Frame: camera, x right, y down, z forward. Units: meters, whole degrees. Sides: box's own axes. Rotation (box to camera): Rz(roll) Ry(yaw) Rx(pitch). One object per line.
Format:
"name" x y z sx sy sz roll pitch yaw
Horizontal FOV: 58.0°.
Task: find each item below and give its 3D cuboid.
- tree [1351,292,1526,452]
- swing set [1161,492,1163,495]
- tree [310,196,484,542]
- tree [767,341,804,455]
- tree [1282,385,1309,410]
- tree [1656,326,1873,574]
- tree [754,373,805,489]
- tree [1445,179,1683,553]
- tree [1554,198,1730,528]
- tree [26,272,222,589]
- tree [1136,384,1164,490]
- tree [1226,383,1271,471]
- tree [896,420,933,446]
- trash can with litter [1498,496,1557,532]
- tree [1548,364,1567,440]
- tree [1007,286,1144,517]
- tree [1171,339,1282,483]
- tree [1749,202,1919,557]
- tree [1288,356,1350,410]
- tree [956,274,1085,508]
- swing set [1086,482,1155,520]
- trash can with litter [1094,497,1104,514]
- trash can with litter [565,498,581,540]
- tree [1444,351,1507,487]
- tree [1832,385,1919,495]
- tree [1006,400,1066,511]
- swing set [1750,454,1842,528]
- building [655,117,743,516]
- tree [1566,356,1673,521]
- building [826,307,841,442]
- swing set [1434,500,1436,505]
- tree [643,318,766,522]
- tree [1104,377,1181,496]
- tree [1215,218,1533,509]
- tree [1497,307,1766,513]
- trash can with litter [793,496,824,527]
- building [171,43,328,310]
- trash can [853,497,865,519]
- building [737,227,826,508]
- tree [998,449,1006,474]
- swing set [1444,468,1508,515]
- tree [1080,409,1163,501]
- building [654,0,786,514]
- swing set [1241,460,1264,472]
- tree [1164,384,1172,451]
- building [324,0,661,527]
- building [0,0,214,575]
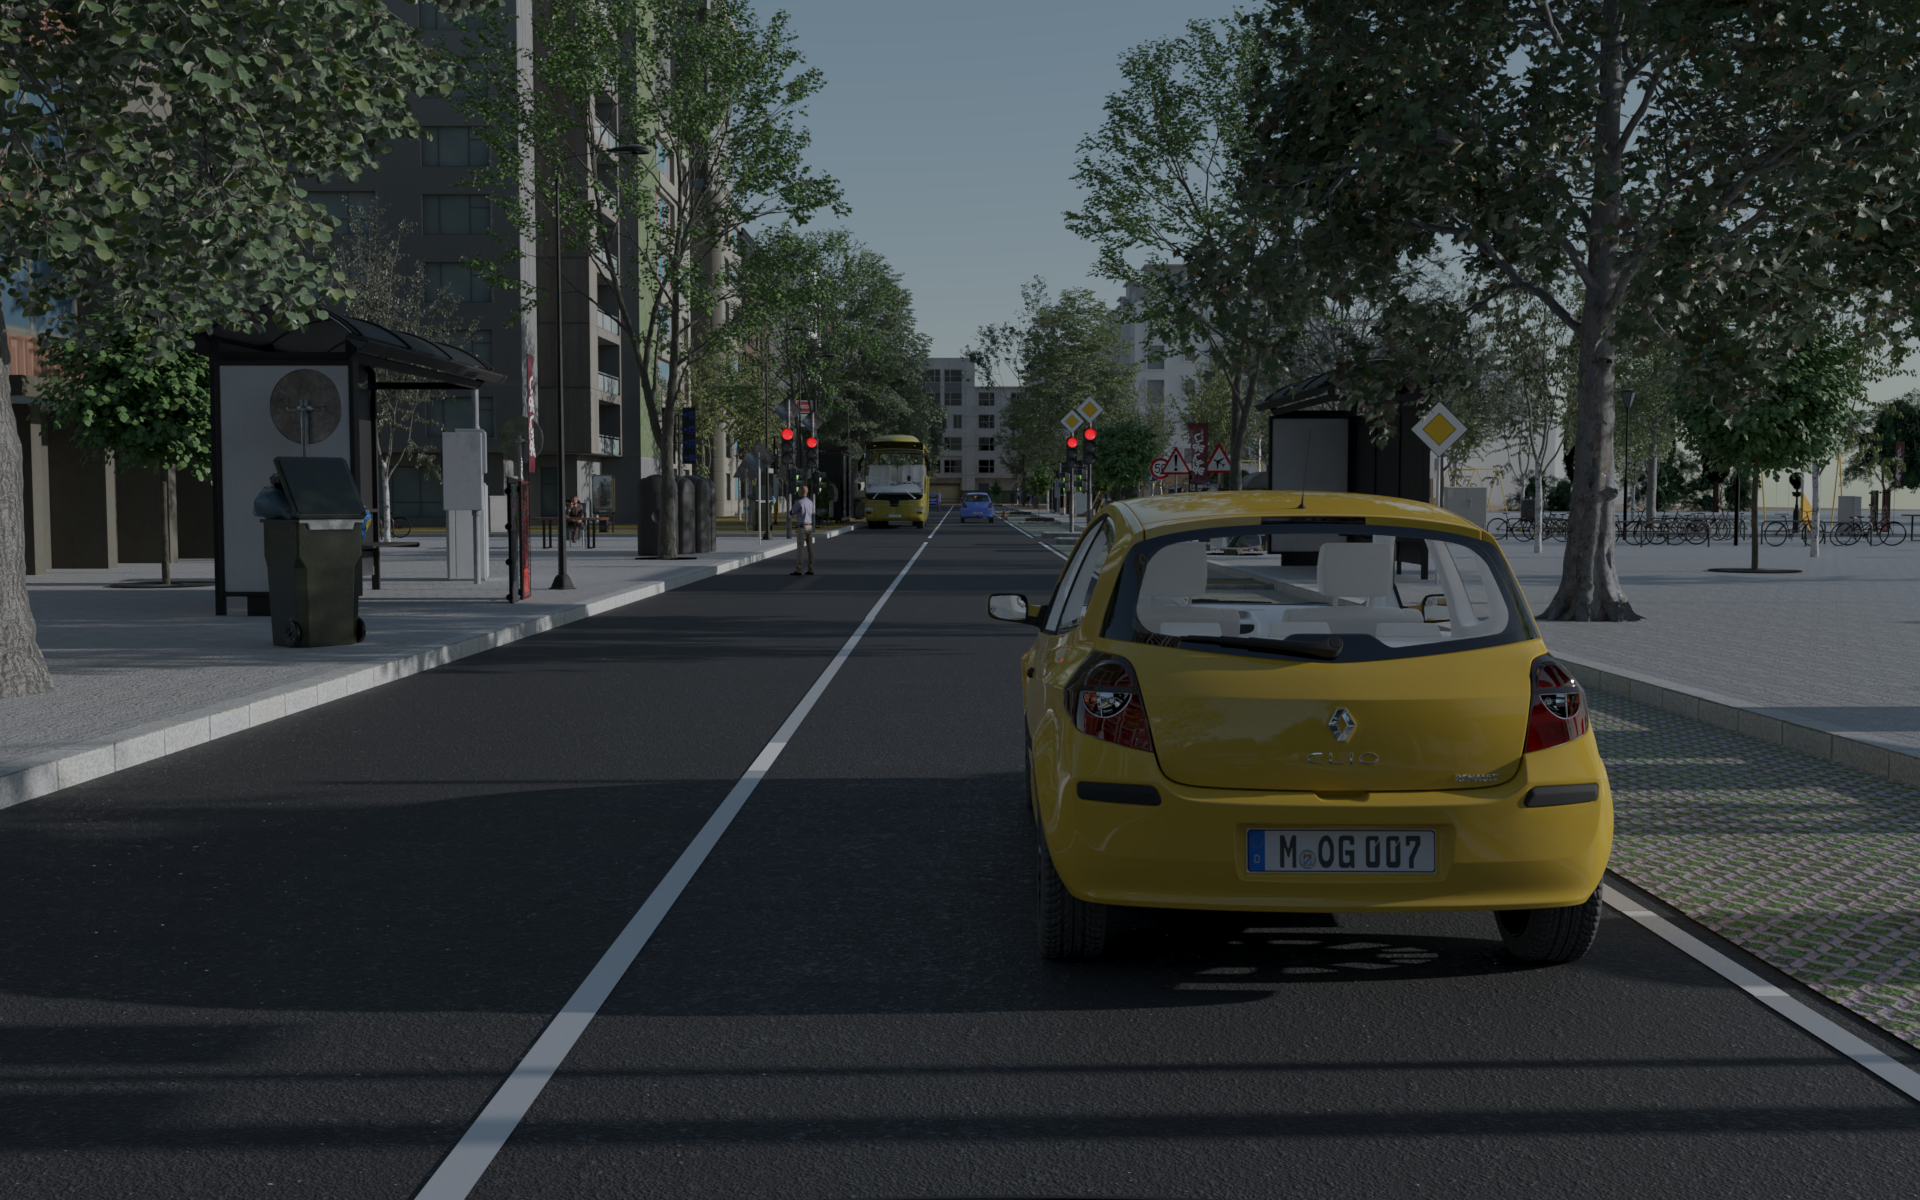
"tree" 20.994 -8.754 77.541 8.767 10.594 7.601 0 4 5
"swing set" 13.589 -8.177 131.309 3.119 2.851 2.862 2 4 34
"tree" -14.202 -5.663 42.956 4.360 8.622 3.978 0 3 0
"tree" -9.293 -7.828 78.346 4.737 8.622 4.395 0 3 0
"tree" 17.303 -8.725 93.019 4.737 8.622 4.395 0 3 0
"tree" 13.227 -2.742 28.540 4.285 4.588 4.351 0 3 0
"tree" -10.471 -9.319 102.732 4.360 8.622 3.978 0 3 0
"tree" 12.637 -5.318 37.319 4.360 8.622 3.978 0 3 0
"tree" 25.977 -8.939 64.272 7.486 12.596 7.792 0 3 0
"tree" -11.023 -2.471 24.116 4.285 4.588 4.351 0 3 0
"tree" 12.667 -10.105 115.578 4.737 8.622 4.395 0 3 0
"tree" 22.291 -11.740 126.363 7.601 10.594 8.767 -2 4 -26
"tree" -6.337 -14.516 155.460 7.486 12.596 7.792 0 3 0
"trash can with litter" 19.475 -2.899 58.451 1.678 1.210 2.233 -3 5 -41
"tree" 31.609 -8.380 87.376 4.737 8.622 4.395 0 3 0
"tree" 6.620 -10.815 94.947 7.486 12.596 7.792 0 3 0
"tree" 13.181 -8.303 86.121 4.737 8.622 4.395 0 3 0
"tree" 17.446 -5.167 34.835 4.737 8.622 4.395 0 3 0
"tree" 18.340 -8.341 86.734 4.360 8.622 3.978 0 3 0
"tree" 5.903 -18.129 152.298 12.611 20.169 13.585 0 3 0
"swing set" 7.745 -5.316 84.533 2.862 2.851 3.119 0 4 -3
"trash can with litter" 7.754 -4.998 93.110 1.055 1.170 0.624 1 4 12
"trash can with litter" -10.905 -2.267 48.456 0.624 1.170 1.055 -1 4 -11
"tree" 24.655 -8.260 85.411 4.737 8.622 4.395 0 3 0
"tree" 54.293 -8.174 96.556 11.467 7.101 20.602 0 4 7
"tree" 6.608 -11.183 133.197 4.360 8.622 3.978 0 3 0
"swing set" 32.655 -4.288 67.733 3.119 2.851 2.862 2 4 35
"building" -27.415 -15.182 93.269 27.650 21.520 28.899 0 3 0
"tree" 30.745 -7.830 78.385 4.737 8.622 4.395 0 3 0
"building" -29.666 -20.978 186.963 32.646 21.610 27.936 0 3 0
"swing set" 32.065 -6.926 110.861 2.862 2.851 3.119 -1 4 -19
"tree" -10.807 -7.418 71.639 4.737 8.622 4.395 0 3 0
"tree" 10.833 -9.592 107.187 4.360 8.622 3.978 0 3 0
"tree" 14.706 -9.510 65.864 12.009 13.543 11.850 0 3 0
"tree" 49.088 -13.645 124.919 18.604 14.587 13.155 0 4 6
"trash can with litter" -6.097 -3.418 66.941 1.678 1.210 2.233 1 4 13
"building" -36.042 -23.709 71.239 14.086 41.232 14.154 0 3 0
"trash can" -5.088 -4.644 87.577 0.748 1.137 0.748 0 3 0
"building" -27.080 -18.671 149.248 27.936 21.610 32.646 0 3 0
"tree" 6.707 -15.172 198.430 4.360 8.622 3.978 0 3 0
"swing set" 31.729 -6.641 106.198 3.119 2.851 2.862 -1 4 -11
"tree" 6.298 -5.112 67.289 4.285 4.588 4.351 0 3 0
"building" -28.833 -26.147 119.383 32.217 40.220 23.993 0 3 0
"swing set" 12.700 -5.030 79.855 3.119 2.851 2.862 -1 4 -19
"tree" 14.290 -9.079 98.808 4.737 8.622 4.395 0 3 0
"building" -20.647 -23.707 71.207 14.154 41.232 14.086 0 3 0
"building" -27.970 -22.802 27.437 28.867 44.769 22.147 0 3 0
